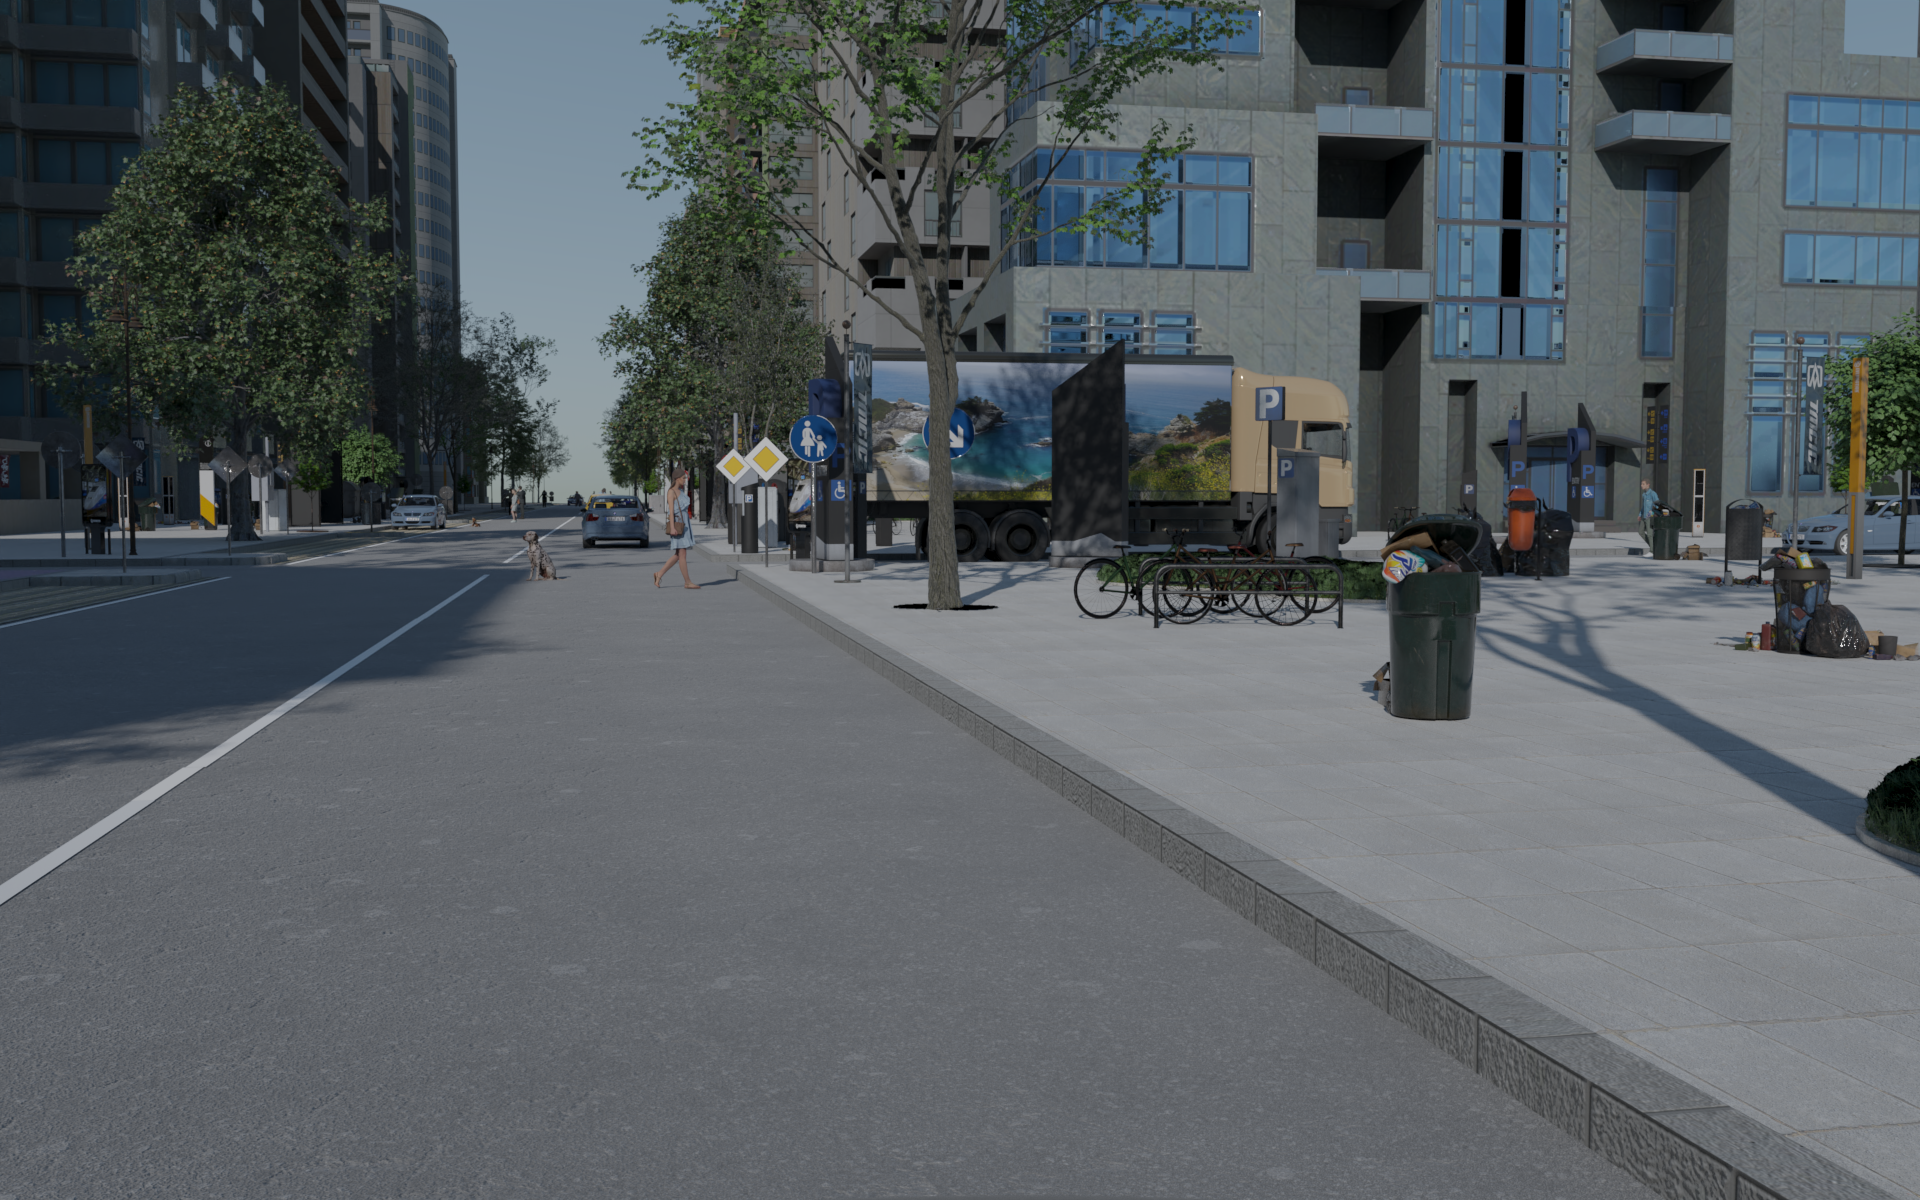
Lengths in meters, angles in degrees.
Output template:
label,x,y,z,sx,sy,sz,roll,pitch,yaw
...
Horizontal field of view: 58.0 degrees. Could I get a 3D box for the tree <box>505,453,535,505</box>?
label,x,y,z,sx,sy,sz,roll,pitch,yaw
tree,-54.298,-16.049,212.763,4.737,8.622,4.395,0,3,0

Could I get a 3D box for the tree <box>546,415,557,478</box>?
label,x,y,z,sx,sy,sz,roll,pitch,yaw
tree,-62.256,-21.126,255.771,12.009,13.543,11.850,0,3,0

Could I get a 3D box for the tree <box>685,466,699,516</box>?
label,x,y,z,sx,sy,sz,roll,pitch,yaw
tree,-16.216,-6.683,103.860,1.663,3.219,1.824,0,3,0

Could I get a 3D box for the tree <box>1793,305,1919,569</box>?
label,x,y,z,sx,sy,sz,roll,pitch,yaw
tree,16.497,-2.855,30.390,4.285,4.588,4.351,0,3,0

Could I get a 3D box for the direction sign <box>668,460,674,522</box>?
label,x,y,z,sx,sy,sz,roll,pitch,yaw
direction sign,-12.999,-5.260,78.000,0.379,3.537,0.876,0,4,2

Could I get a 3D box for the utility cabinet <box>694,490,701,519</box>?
label,x,y,z,sx,sy,sz,roll,pitch,yaw
utility cabinet,-12.947,-4.802,87.192,0.318,1.500,1.173,1,4,20

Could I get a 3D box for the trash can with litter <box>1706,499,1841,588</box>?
label,x,y,z,sx,sy,sz,roll,pitch,yaw
trash can with litter,11.524,-0.823,24.508,2.233,1.210,1.678,0,4,-4

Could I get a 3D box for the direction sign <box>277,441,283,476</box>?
label,x,y,z,sx,sy,sz,roll,pitch,yaw
direction sign,-28.806,-5.035,74.320,0.876,3.537,0.379,-1,4,-9

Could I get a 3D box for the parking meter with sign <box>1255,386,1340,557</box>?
label,x,y,z,sx,sy,sz,roll,pitch,yaw
parking meter with sign,5.652,-1.990,28.798,1.738,3.016,0.543,-3,5,-43

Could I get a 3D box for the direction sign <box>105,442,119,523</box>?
label,x,y,z,sx,sy,sz,roll,pitch,yaw
direction sign,-37.120,-5.139,76.021,0.379,3.537,0.876,1,4,23

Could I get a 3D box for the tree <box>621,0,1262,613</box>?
label,x,y,z,sx,sy,sz,roll,pitch,yaw
tree,-0.265,-5.711,19.124,9.928,11.665,9.643,0,3,0

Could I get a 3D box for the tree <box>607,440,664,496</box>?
label,x,y,z,sx,sy,sz,roll,pitch,yaw
tree,-41.261,-18.614,222.470,7.486,12.596,7.792,0,3,0

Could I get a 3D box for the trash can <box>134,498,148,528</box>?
label,x,y,z,sx,sy,sz,roll,pitch,yaw
trash can,-30.423,-3.222,64.332,0.748,1.137,0.748,0,3,0

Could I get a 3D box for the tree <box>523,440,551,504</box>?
label,x,y,z,sx,sy,sz,roll,pitch,yaw
tree,-60.122,-18.121,246.644,4.360,8.622,3.978,0,3,0

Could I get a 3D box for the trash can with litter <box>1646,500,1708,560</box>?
label,x,y,z,sx,sy,sz,roll,pitch,yaw
trash can with litter,13.950,-1.364,33.694,1.055,1.170,0.624,0,4,-1

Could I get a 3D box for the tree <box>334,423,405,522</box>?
label,x,y,z,sx,sy,sz,roll,pitch,yaw
tree,-27.081,-5.830,79.038,4.285,4.588,4.351,0,3,0

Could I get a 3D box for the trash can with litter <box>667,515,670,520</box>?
label,x,y,z,sx,sy,sz,roll,pitch,yaw
trash can with litter,-13.938,-4.518,85.262,0.624,1.170,1.055,2,4,26

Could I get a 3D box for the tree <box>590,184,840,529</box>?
label,x,y,z,sx,sy,sz,roll,pitch,yaw
tree,-8.865,-8.994,64.062,9.611,12.733,9.660,0,3,0

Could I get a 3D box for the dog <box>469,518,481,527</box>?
label,x,y,z,sx,sy,sz,roll,pitch,yaw
dog,-21.210,-3.390,75.623,0.550,0.427,0.748,0,4,-5

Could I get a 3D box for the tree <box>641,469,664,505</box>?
label,x,y,z,sx,sy,sz,roll,pitch,yaw
tree,-23.307,-8.366,131.383,1.663,3.219,1.824,0,3,0

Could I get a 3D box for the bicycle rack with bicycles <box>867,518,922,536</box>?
label,x,y,z,sx,sy,sz,roll,pitch,yaw
bicycle rack with bicycles,-1.602,-2.451,53.463,2.852,0.926,2.925,1,4,23

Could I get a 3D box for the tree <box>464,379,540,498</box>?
label,x,y,z,sx,sy,sz,roll,pitch,yaw
tree,-44.559,-15.398,169.883,7.486,12.596,7.792,0,3,0

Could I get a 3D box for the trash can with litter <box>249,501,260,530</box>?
label,x,y,z,sx,sy,sz,roll,pitch,yaw
trash can with litter,-24.483,-3.052,61.282,1.055,1.170,0.624,0,4,-3

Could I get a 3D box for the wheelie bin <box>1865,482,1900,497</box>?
label,x,y,z,sx,sy,sz,roll,pitch,yaw
wheelie bin,24.076,-2.282,45.220,0.980,1.594,0.693,1,4,16

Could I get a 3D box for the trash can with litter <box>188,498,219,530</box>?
label,x,y,z,sx,sy,sz,roll,pitch,yaw
trash can with litter,-27.264,-3.120,62.397,1.055,1.170,0.624,-1,4,-22

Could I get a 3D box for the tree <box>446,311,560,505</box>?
label,x,y,z,sx,sy,sz,roll,pitch,yaw
tree,-48.280,-19.974,182.469,12.611,20.169,13.585,0,3,0

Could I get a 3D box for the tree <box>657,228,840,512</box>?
label,x,y,z,sx,sy,sz,roll,pitch,yaw
tree,-5.436,-5.955,47.734,4.360,8.622,3.978,0,3,0

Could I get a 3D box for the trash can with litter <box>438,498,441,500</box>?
label,x,y,z,sx,sy,sz,roll,pitch,yaw
trash can with litter,-32.281,-5.887,107.644,1.055,1.170,0.624,1,4,12

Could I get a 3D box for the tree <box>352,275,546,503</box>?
label,x,y,z,sx,sy,sz,roll,pitch,yaw
tree,-29.805,-11.440,97.417,12.009,13.543,11.850,0,3,0

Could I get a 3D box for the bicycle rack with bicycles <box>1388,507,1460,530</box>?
label,x,y,z,sx,sy,sz,roll,pitch,yaw
bicycle rack with bicycles,12.787,-2.077,47.345,2.925,0.926,2.852,-2,4,-32

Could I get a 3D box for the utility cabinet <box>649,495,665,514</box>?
label,x,y,z,sx,sy,sz,roll,pitch,yaw
utility cabinet,-19.264,-6.050,110.083,0.306,1.237,1.020,3,5,43

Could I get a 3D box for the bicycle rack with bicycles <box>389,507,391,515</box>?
label,x,y,z,sx,sy,sz,roll,pitch,yaw
bicycle rack with bicycles,-32.145,-5.452,102.527,2.925,0.926,2.852,-2,4,-31

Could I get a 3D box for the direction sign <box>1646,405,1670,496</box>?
label,x,y,z,sx,sy,sz,roll,pitch,yaw
direction sign,17.887,-3.209,44.469,0.379,3.537,0.876,-1,4,-13

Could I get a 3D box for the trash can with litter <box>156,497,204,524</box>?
label,x,y,z,sx,sy,sz,roll,pitch,yaw
trash can with litter,-33.488,-3.849,73.995,2.233,1.210,1.678,0,4,4

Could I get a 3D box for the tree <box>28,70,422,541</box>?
label,x,y,z,sx,sy,sz,roll,pitch,yaw
tree,-19.660,-7.954,47.057,9.611,12.733,9.660,0,3,0

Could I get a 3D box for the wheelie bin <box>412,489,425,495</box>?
label,x,y,z,sx,sy,sz,roll,pitch,yaw
wheelie bin,-33.763,-6.118,107.937,0.980,1.594,0.693,0,4,5

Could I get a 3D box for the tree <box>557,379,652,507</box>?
label,x,y,z,sx,sy,sz,roll,pitch,yaw
tree,-32.363,-16.335,177.453,12.009,13.543,11.850,0,3,0

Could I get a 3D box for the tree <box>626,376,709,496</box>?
label,x,y,z,sx,sy,sz,roll,pitch,yaw
tree,-15.087,-8.649,91.771,4.737,8.622,4.395,0,3,0

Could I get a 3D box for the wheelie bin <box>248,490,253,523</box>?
label,x,y,z,sx,sy,sz,roll,pitch,yaw
wheelie bin,-30.479,-4.019,73.611,0.980,1.594,0.693,3,4,37

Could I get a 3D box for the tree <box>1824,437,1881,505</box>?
label,x,y,z,sx,sy,sz,roll,pitch,yaw
tree,24.976,-3.318,48.846,1.663,3.219,1.824,0,3,0

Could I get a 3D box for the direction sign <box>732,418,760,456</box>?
label,x,y,z,sx,sy,sz,roll,pitch,yaw
direction sign,-6.395,-3.657,51.792,0.876,3.537,0.379,1,4,13

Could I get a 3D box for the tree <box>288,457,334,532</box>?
label,x,y,z,sx,sy,sz,roll,pitch,yaw
tree,-21.955,-3.894,58.268,1.663,3.219,1.824,0,3,0

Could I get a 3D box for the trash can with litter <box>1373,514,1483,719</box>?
label,x,y,z,sx,sy,sz,roll,pitch,yaw
trash can with litter,2.655,0.074,10.174,0.624,1.170,1.055,0,4,-2

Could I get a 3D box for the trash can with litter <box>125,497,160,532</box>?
label,x,y,z,sx,sy,sz,roll,pitch,yaw
trash can with litter,-28.063,-2.939,59.432,0.624,1.170,1.055,2,4,35

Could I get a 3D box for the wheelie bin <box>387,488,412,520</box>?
label,x,y,z,sx,sy,sz,roll,pitch,yaw
wheelie bin,-27.884,-4.765,85.810,0.980,1.594,0.693,0,4,-3

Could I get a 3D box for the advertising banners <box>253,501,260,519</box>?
label,x,y,z,sx,sy,sz,roll,pitch,yaw
advertising banners,-35.048,-5.547,86.882,0.090,3.025,2.074,-3,5,-43

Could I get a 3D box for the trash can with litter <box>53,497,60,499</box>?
label,x,y,z,sx,sy,sz,roll,pitch,yaw
trash can with litter,-37.721,-3.735,72.459,0.624,1.170,1.055,-1,4,-13

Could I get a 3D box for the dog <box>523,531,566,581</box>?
label,x,y,z,sx,sy,sz,roll,pitch,yaw
dog,-6.834,-0.728,28.742,0.800,0.831,0.513,-1,4,-13

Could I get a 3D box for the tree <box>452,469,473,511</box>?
label,x,y,z,sx,sy,sz,roll,pitch,yaw
tree,-38.517,-8.529,134.046,1.663,3.219,1.824,0,3,0

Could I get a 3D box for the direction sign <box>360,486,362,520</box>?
label,x,y,z,sx,sy,sz,roll,pitch,yaw
direction sign,-29.364,-5.677,84.812,0.876,3.537,0.379,-3,4,-37

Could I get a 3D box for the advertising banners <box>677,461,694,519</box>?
label,x,y,z,sx,sy,sz,roll,pitch,yaw
advertising banners,-13.858,-5.654,88.632,0.090,3.025,2.074,2,4,26

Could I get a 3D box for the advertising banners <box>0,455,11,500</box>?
label,x,y,z,sx,sy,sz,roll,pitch,yaw
advertising banners,-40.912,-4.692,72.906,0.090,3.025,2.074,2,4,31

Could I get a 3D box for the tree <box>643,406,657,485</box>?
label,x,y,z,sx,sy,sz,roll,pitch,yaw
tree,-13.141,-8.088,82.600,4.360,8.622,3.978,0,3,0

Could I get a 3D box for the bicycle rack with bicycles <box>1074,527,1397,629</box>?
label,x,y,z,sx,sy,sz,roll,pitch,yaw
bicycle rack with bicycles,2.614,-0.254,17.539,2.925,0.926,2.852,0,4,2

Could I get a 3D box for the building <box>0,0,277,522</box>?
label,x,y,z,sx,sy,sz,roll,pitch,yaw
building,-49.072,-28.715,89.096,23.786,49.044,30.456,-1,4,-11
